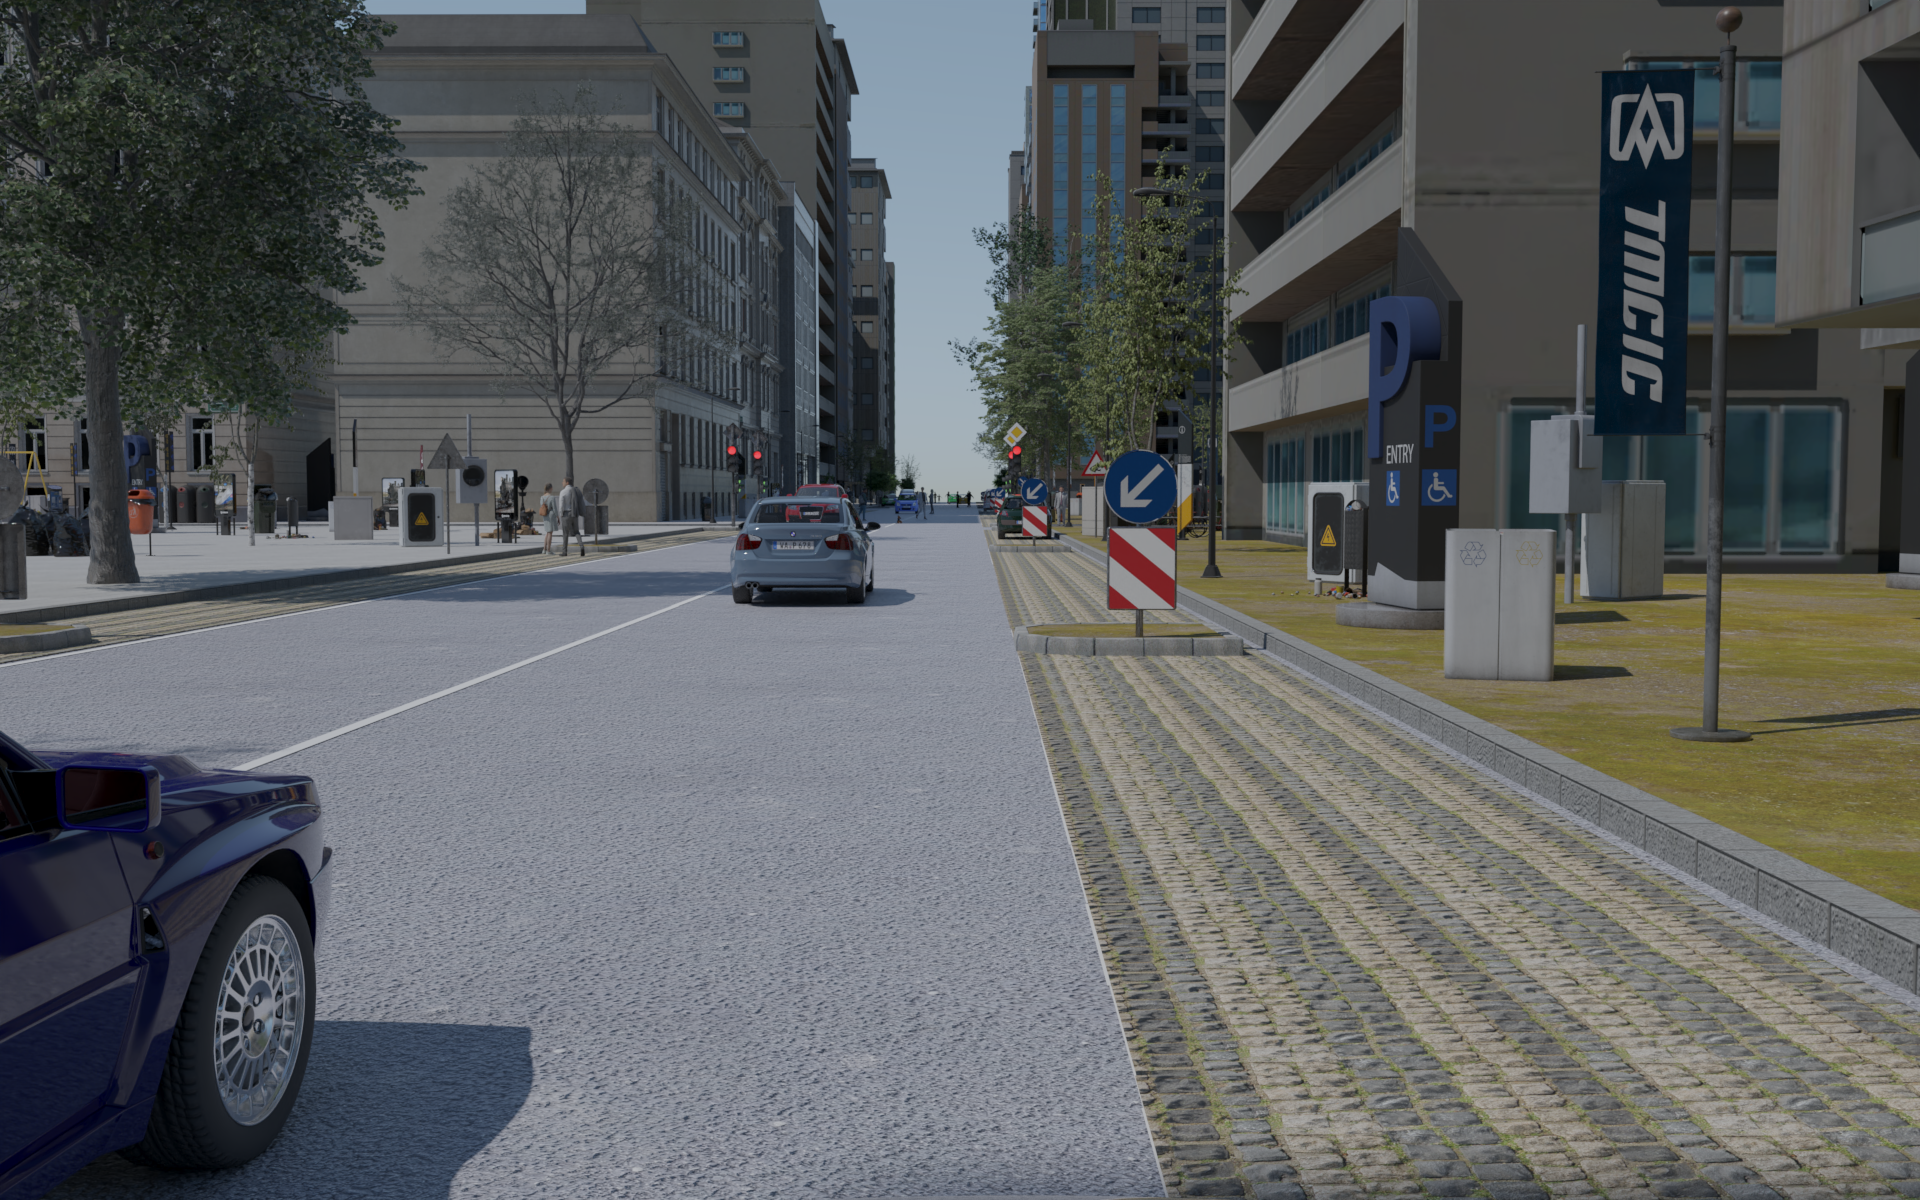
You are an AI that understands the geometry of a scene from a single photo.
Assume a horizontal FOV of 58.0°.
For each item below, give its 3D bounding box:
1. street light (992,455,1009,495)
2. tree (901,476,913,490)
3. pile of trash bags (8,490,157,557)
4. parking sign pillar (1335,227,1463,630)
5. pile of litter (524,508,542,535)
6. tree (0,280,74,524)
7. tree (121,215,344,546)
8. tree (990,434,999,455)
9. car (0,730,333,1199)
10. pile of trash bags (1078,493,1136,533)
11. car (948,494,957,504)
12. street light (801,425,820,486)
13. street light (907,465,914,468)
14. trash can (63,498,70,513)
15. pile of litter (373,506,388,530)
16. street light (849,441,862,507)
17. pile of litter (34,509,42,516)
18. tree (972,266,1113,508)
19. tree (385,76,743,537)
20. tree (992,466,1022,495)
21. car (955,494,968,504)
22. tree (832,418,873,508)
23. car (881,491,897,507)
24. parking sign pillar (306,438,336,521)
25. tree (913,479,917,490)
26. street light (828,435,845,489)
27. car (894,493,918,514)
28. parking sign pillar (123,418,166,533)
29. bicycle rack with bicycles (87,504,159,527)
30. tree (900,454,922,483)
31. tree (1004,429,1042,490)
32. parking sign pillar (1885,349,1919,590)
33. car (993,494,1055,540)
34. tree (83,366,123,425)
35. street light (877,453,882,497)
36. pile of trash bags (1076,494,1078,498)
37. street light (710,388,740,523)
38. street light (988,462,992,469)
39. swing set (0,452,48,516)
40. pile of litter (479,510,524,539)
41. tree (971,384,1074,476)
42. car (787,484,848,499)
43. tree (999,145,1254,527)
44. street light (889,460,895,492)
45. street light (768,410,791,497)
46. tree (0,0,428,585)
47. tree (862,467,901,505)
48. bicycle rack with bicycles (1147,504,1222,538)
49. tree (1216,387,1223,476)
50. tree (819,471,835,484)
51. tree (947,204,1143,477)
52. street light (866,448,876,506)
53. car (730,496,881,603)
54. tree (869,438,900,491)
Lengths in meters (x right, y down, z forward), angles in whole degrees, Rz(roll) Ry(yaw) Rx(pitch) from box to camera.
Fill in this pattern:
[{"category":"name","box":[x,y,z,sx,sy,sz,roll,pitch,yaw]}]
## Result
[{"category":"street light","box":[4.833,-14.329,206.814,1.470,5.913,1.316,0,4,0]},{"category":"tree","box":[-9.698,-15.614,239.005,4.285,4.588,4.351,0,3,0]},{"category":"pile of trash bags","box":[-18.185,-1.608,36.050,3.447,1.369,1.912,1,4,17]},{"category":"parking sign pillar","box":[4.435,-1.741,16.931,1.447,3.967,1.447,0,4,-7]},{"category":"pile of litter","box":[-13.730,-2.463,54.232,1.176,0.858,1.719,-3,4,-39]},{"category":"tree","box":[-30.564,-6.412,55.192,4.737,8.622,4.395,0,3,0]},{"category":"tree","box":[-17.523,-5.656,42.836,4.360,8.622,3.978,0,3,0]},{"category":"tree","box":[4.748,-11.357,136.056,4.737,8.622,4.395,0,3,0]},{"category":"car","box":[-2.391,0.612,2.567,1.945,1.354,3.894,0,4,2]},{"category":"pile of trash bags","box":[4.908,-2.810,55.691,1.912,1.369,3.447,0,4,1]},{"category":"car","box":[-0.736,-14.329,243.081,1.959,1.807,4.718,0,4,-1]},{"category":"street light","box":[-10.085,-8.790,116.259,1.470,5.913,1.316,0,4,0]},{"category":"street light","box":[-8.514,-19.799,296.254,1.470,5.913,1.316,0,4,0]},{"category":"trash can","box":[-35.088,-3.418,67.542,0.748,1.137,0.748,0,3,0]},{"category":"pile of litter","box":[-20.989,-2.929,61.849,1.176,0.858,1.719,0,4,-4]},{"category":"street light","box":[-9.651,-10.990,152.224,1.470,5.913,1.316,0,4,0]},{"category":"pile of litter","box":[-26.677,-2.185,49.686,1.719,0.858,1.176,-2,4,-35]},{"category":"tree","box":[4.221,-10.287,86.315,7.486,12.596,7.792,0,3,0]},{"category":"tree","box":[-11.695,-8.635,51.551,12.009,13.543,11.850,0,3,0]},{"category":"tree","box":[5.145,-11.967,179.375,4.285,4.588,4.351,0,3,0]},{"category":"car","box":[0.416,-12.878,220.780,2.015,1.641,3.980,0,4,0]},{"category":"tree","box":[-10.140,-13.115,164.793,4.360,8.622,3.978,0,3,0]},{"category":"car","box":[-7.701,-11.102,190.321,1.959,1.807,4.718,0,4,1]},{"category":"parking sign pillar","box":[-30.617,-5.780,82.976,1.447,3.967,1.447,1,4,16]},{"category":"tree","box":[-9.184,-19.423,301.286,4.285,4.588,4.351,0,3,0]},{"category":"street light","box":[-9.838,-10.071,137.202,1.470,5.913,1.316,0,4,0]},{"category":"car","box":[-3.905,-7.199,127.291,1.945,1.707,3.694,0,4,-1]},{"category":"parking sign pillar","box":[-26.924,-4.185,56.903,1.447,3.967,1.447,3,4,38]},{"category":"bicycle rack with bicycles","box":[-28.815,-2.839,59.807,2.852,0.926,2.925,-2,4,-24]},{"category":"tree","box":[-9.140,-22.026,310.478,4.360,8.622,3.978,0,3,0]},{"category":"tree","box":[5.851,-12.504,154.806,4.360,8.622,3.978,0,3,0]},{"category":"parking sign pillar","box":[13.401,-2.138,23.430,1.447,3.967,1.447,-1,4,-10]},{"category":"car","box":[2.056,-2.805,55.655,2.009,1.686,4.222,0,4,1]},{"category":"tree","box":[-30.239,-7.024,65.207,4.360,8.622,3.978,0,3,0]},{"category":"street light","box":[-9.449,-13.549,194.072,1.470,5.913,1.316,0,4,0]},{"category":"pile of trash bags","box":[9.828,-6.935,123.147,3.447,1.369,1.912,2,4,29]},{"category":"street light","box":[-10.272,-6.308,75.670,1.470,5.913,1.316,0,4,0]},{"category":"street light","box":[5.130,-16.953,249.717,1.470,5.913,1.316,0,4,0]},{"category":"swing set","box":[-35.690,-4.059,63.980,3.119,2.851,2.862,0,3,0]},{"category":"pile of litter","box":[-13.326,-2.211,50.111,1.176,0.858,1.719,-1,4,-13]},{"category":"tree","box":[5.132,-12.821,144.031,8.767,10.594,7.601,-1,4,-9]},{"category":"car","box":[-5.243,-3.423,64.634,2.281,1.827,5.304,0,4,2]},{"category":"tree","box":[4.135,-5.341,37.681,4.737,8.622,4.395,0,3,0]},{"category":"street light","box":[-9.136,-14.781,214.210,1.470,5.913,1.316,0,4,0]},{"category":"street light","box":[-10.056,-7.539,95.808,1.470,5.913,1.316,0,4,0]},{"category":"tree","box":[-12.117,-7.205,24.451,9.857,13.997,8.962,0,3,0]},{"category":"tree","box":[-10.374,-14.974,228.534,4.285,4.588,4.351,0,3,0]},{"category":"bicycle rack with bicycles","box":[6.618,-2.318,51.278,2.925,0.926,2.852,1,4,23]},{"category":"tree","box":[16.892,-9.304,102.480,4.360,8.622,3.978,0,3,0]},{"category":"tree","box":[-10.514,-8.889,139.941,1.663,3.219,1.824,0,3,0]},{"category":"tree","box":[5.586,-15.626,111.372,12.611,20.169,13.585,0,3,0]},{"category":"street light","box":[-9.465,-12.291,173.504,1.470,5.913,1.316,0,4,0]},{"category":"car","box":[-2.120,-0.732,23.976,2.014,1.417,4.499,0,4,0]},{"category":"tree","box":[-10.000,-16.596,221.706,4.737,8.622,4.395,0,3,0]}]
